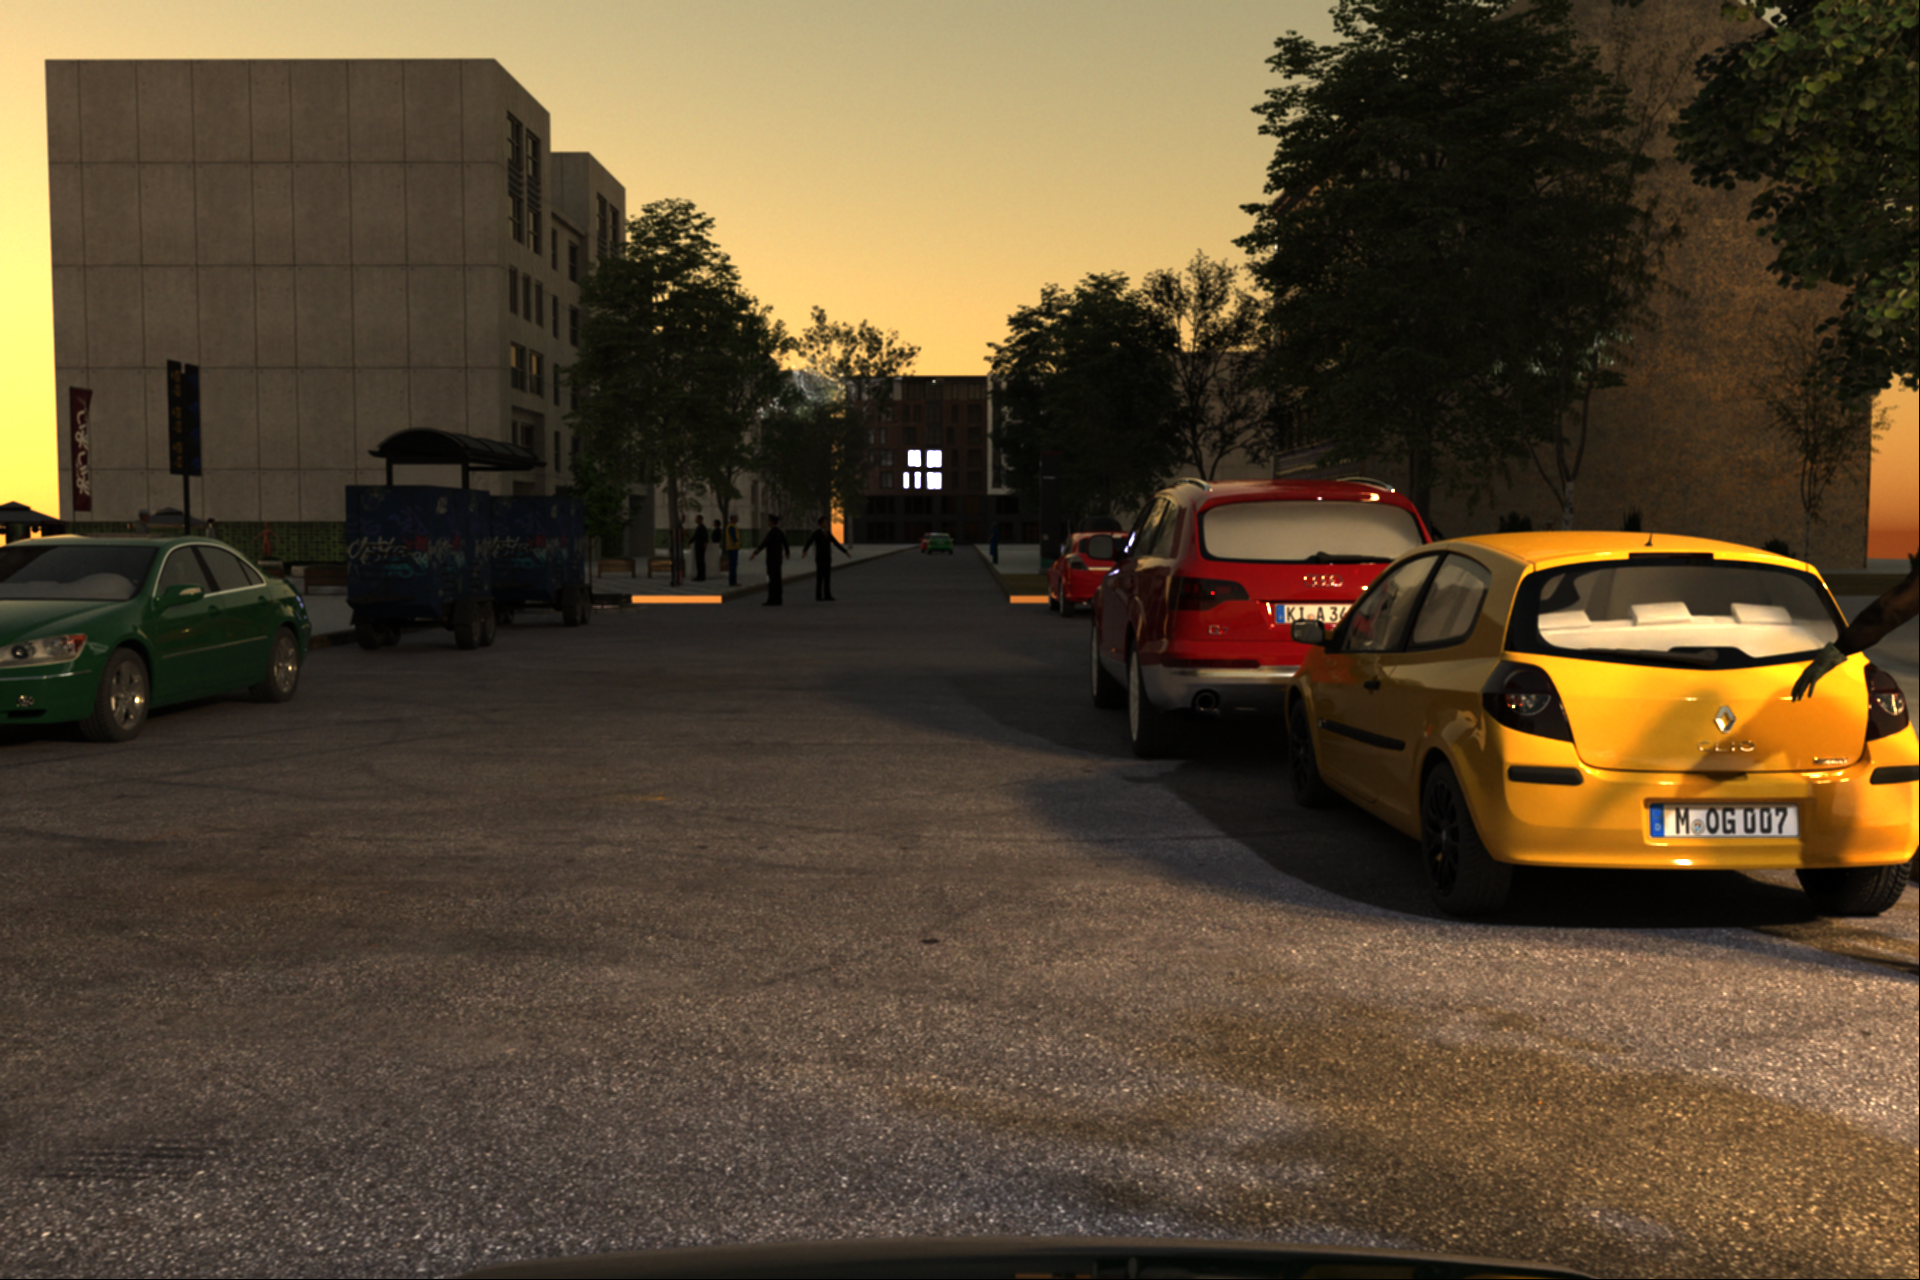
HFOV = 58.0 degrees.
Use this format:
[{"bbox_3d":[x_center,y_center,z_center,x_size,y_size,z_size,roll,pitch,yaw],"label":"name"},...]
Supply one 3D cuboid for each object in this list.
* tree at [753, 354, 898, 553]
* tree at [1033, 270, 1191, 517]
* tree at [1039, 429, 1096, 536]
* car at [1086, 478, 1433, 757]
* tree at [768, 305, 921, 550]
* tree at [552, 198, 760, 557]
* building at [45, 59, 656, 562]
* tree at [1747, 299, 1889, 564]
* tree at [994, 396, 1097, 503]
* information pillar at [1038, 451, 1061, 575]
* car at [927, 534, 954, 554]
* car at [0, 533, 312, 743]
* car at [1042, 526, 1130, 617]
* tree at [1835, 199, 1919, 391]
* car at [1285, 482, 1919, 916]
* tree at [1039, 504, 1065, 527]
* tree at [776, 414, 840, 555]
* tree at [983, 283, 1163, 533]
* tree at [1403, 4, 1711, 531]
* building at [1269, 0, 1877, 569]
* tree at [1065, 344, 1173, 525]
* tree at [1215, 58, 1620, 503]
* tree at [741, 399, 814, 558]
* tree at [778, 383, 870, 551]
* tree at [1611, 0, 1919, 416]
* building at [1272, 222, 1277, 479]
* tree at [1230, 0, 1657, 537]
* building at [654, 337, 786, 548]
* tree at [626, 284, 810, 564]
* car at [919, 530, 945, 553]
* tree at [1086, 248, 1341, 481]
[{"bbox_3d":[-9.222,-12.649,117.176,12.009,13.543,11.850,0,3,0],"label":"tree"},{"bbox_3d":[6.692,-9.606,75.193,7.486,12.596,7.792,0,3,0],"label":"tree"},{"bbox_3d":[6.263,-9.039,98.143,4.737,8.622,4.395,0,3,0],"label":"tree"},{"bbox_3d":[2.112,-0.245,12.673,2.281,1.827,5.304,0,4,0],"label":"car"},{"bbox_3d":[-9.597,-17.585,143.396,12.611,20.169,13.585,0,3,0],"label":"tree"},{"bbox_3d":[-10.173,-8.625,59.149,7.486,12.596,7.792,0,3,0],"label":"tree"},{"bbox_3d":[-25.517,-13.098,80.603,16.747,18.905,31.486,0,4,0],"label":"building"},{"bbox_3d":[26.886,-6.416,55.267,4.360,8.622,3.978,0,3,0],"label":"tree"},{"bbox_3d":[5.554,-10.569,107.219,7.601,10.594,8.767,0,4,-5],"label":"tree"},{"bbox_3d":[2.850,-3.985,54.533,0.750,3.857,0.750,0,4,0],"label":"information pillar"},{"bbox_3d":[-1.402,-6.983,122.966,1.959,1.807,4.718,0,4,-1],"label":"car"},{"bbox_3d":[-6.643,-0.098,13.400,2.131,1.459,4.920,0,3,0],"label":"car"},{"bbox_3d":[2.590,-1.360,31.272,2.155,1.783,4.494,0,4,-1],"label":"car"},{"bbox_3d":[28.071,-8.183,44.169,12.009,13.543,11.850,0,3,0],"label":"tree"},{"bbox_3d":[2.633,0.140,7.941,2.015,1.641,3.980,0,4,-1],"label":"car"},{"bbox_3d":[5.637,-10.398,120.370,4.360,8.622,3.978,0,3,0],"label":"tree"},{"bbox_3d":[-8.905,-9.527,106.127,4.360,8.622,3.978,0,3,0],"label":"tree"},{"bbox_3d":[5.807,-10.981,86.202,9.857,13.997,8.962,0,3,0],"label":"tree"},{"bbox_3d":[8.448,-4.489,23.757,4.360,8.622,3.978,0,3,0],"label":"tree"},{"bbox_3d":[23.956,-14.728,71.732,19.493,23.208,18.063,0,4,0],"label":"building"},{"bbox_3d":[5.715,-7.157,67.378,4.360,8.622,3.978,0,3,0],"label":"tree"},{"bbox_3d":[11.934,-8.248,45.223,12.009,13.543,11.850,0,3,0],"label":"tree"},{"bbox_3d":[-9.457,-8.713,92.814,4.360,8.622,3.978,0,3,0],"label":"tree"},{"bbox_3d":[-10.159,-12.874,128.622,7.486,12.596,7.792,0,3,0],"label":"tree"},{"bbox_3d":[8.329,-6.441,11.968,9.857,13.997,8.962,0,3,0],"label":"tree"},{"bbox_3d":[23.735,-15.009,101.813,16.016,20.090,11.380,0,4,1],"label":"building"},{"bbox_3d":[8.669,-6.950,31.758,7.486,12.596,7.792,0,3,0],"label":"tree"},{"bbox_3d":[-27.155,-18.566,170.013,16.747,18.905,31.486,0,3,0],"label":"building"},{"bbox_3d":[-10.050,-9.004,72.969,9.928,11.665,9.643,0,3,0],"label":"tree"},{"bbox_3d":[-2.089,-7.668,134.415,2.155,1.783,4.494,0,4,0],"label":"car"},{"bbox_3d":[8.135,-7.429,55.875,8.767,10.594,7.601,1,4,11],"label":"tree"}]
